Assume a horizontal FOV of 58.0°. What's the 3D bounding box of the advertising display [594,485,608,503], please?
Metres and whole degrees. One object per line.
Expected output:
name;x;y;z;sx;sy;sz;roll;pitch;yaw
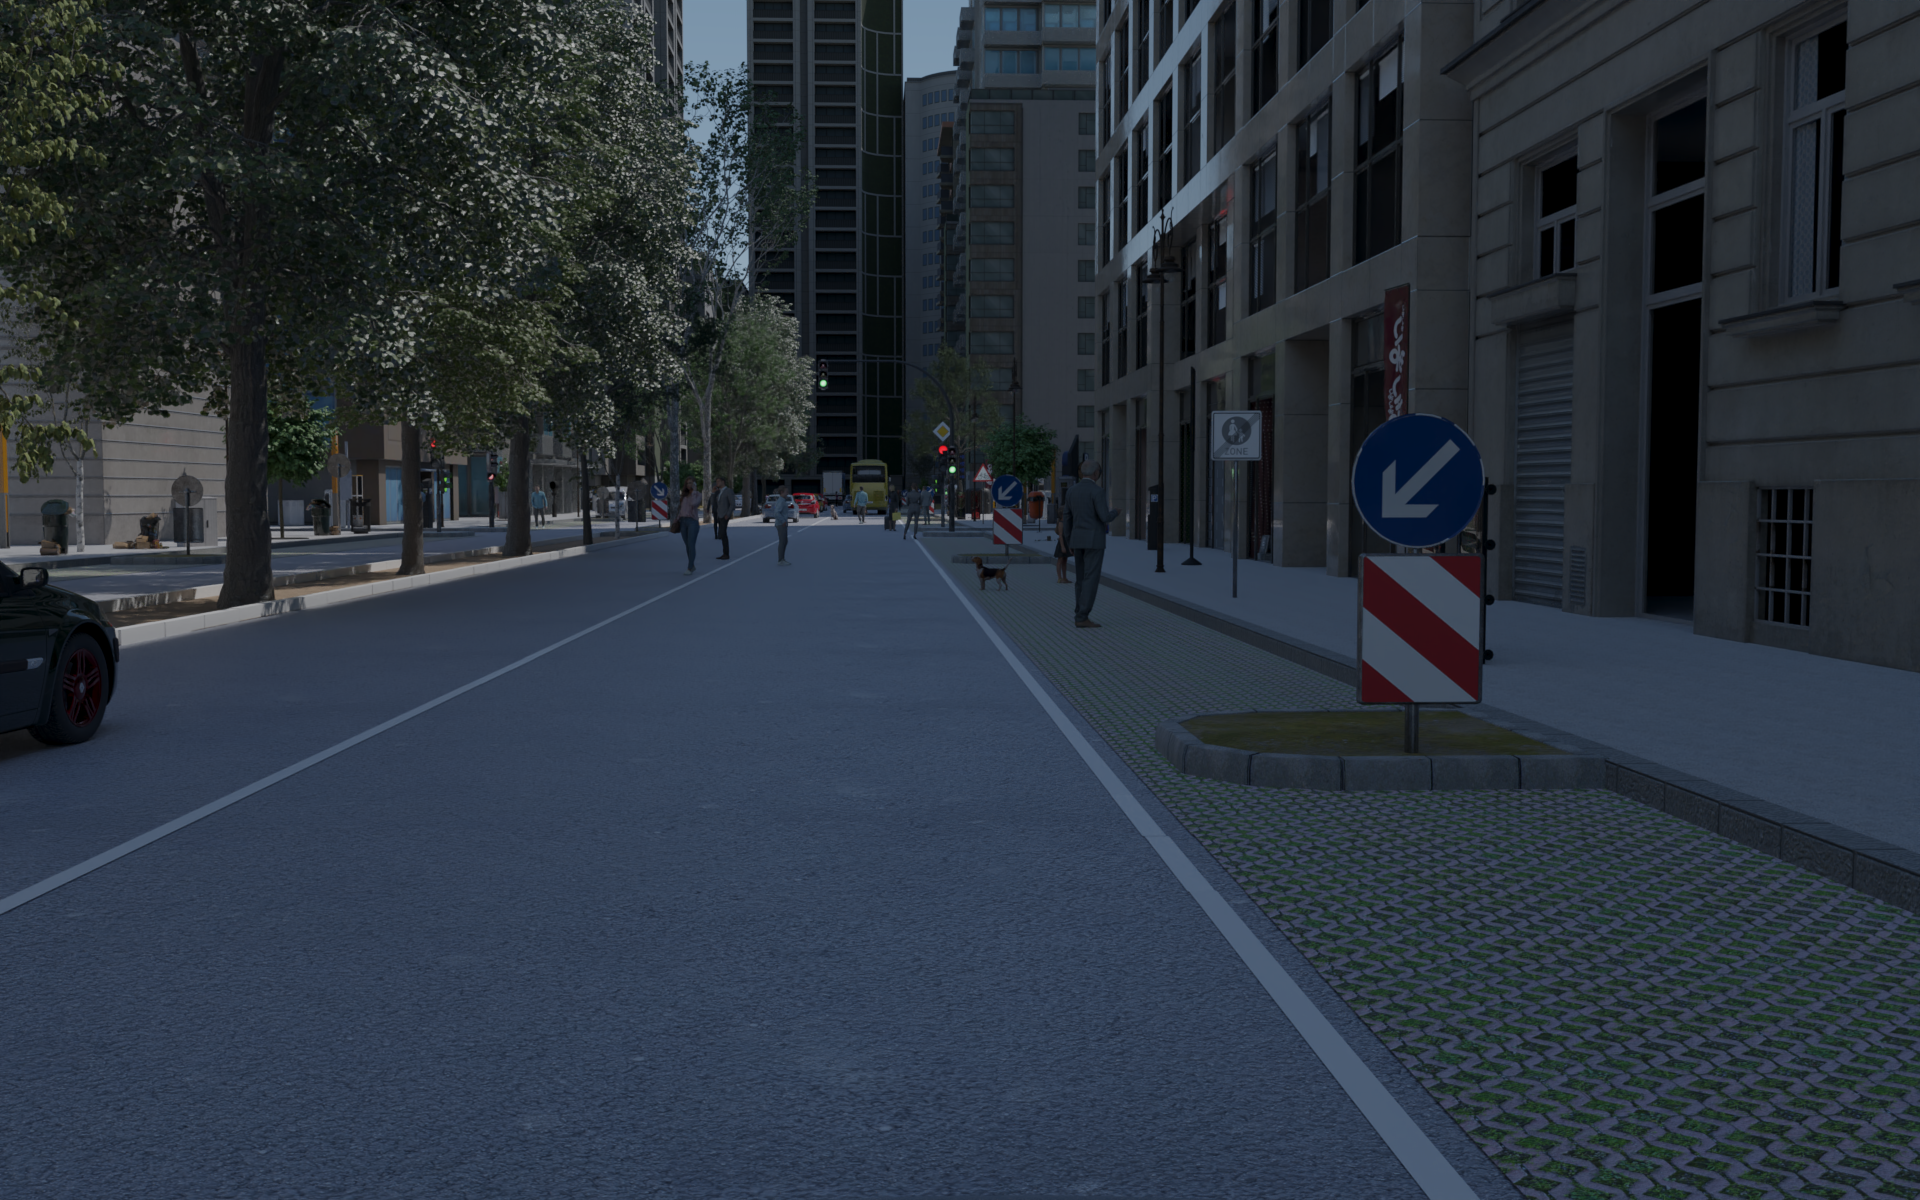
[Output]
advertising display;-26.552;-7.543;128.544;0.974;1.923;0.123;2;4;24

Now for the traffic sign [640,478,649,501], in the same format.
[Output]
traffic sign;-22.333;-7.398;122.149;0.795;2.450;0.064;0;4;-1

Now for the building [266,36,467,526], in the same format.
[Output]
building;-30.561;-26.033;75.745;14.600;45.320;14.200;0;4;-3

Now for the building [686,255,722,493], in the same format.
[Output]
building;-36.743;-26.663;207.644;14.107;30.474;14.160;0;4;-3

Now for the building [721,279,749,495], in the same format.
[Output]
building;-35.537;-28.208;232.899;14.107;30.474;14.160;0;4;-3

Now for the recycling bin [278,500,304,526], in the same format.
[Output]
recycling bin;-26.810;-3.478;69.412;0.722;1.027;0.722;2;4;25

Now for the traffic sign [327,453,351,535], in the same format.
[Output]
traffic sign;-19.434;-3.307;54.183;0.768;2.556;0.104;0;4;4

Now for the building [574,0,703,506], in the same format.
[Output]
building;-38.003;-45.681;185.144;20.563;71.187;20.611;0;4;-3

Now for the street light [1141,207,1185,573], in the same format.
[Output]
street light;3.283;-3.390;28.220;0.468;5.910;1.993;0;4;-3

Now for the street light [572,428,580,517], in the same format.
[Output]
street light;-21.295;-7.565;96.481;0.468;5.910;1.993;0;4;-3

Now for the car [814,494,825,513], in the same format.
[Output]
car;-11.560;-7.606;134.585;2.015;1.641;3.980;0;4;-1

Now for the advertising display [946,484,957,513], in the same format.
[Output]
advertising display;-0.546;-6.718;115.060;0.974;1.923;0.123;-3;5;-39

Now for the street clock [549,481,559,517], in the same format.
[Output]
street clock;-22.368;-5.559;95.464;0.471;2.002;0.358;2;4;28

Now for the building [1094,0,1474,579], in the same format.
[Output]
building;14.785;-14.377;39.582;19.350;26.468;34.151;0;4;-3

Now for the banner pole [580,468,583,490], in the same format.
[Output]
banner pole;-28.315;-8.479;128.650;0.401;3.779;0.863;2;4;34

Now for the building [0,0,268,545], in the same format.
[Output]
building;-33.317;-12.625;48.212;24.055;21.916;13.314;0;4;-3

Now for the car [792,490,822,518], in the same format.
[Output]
car;-9.417;-5.824;104.259;2.155;1.783;4.494;0;4;-3

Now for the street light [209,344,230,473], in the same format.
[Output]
street light;-18.999;-4.410;44.894;0.468;5.910;1.993;0;4;-3

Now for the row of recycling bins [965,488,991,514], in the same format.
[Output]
row of recycling bins;1.113;-6.442;112.438;1.069;1.692;3.534;-1;4;-16

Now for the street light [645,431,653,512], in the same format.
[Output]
street light;-22.783;-9.442;127.165;0.468;5.910;1.993;0;4;-3

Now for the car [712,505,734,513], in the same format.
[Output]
car;-17.762;-7.116;128.353;2.014;1.417;4.499;0;4;-2

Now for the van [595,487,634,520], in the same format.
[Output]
van;-19.236;-5.477;96.565;2.013;2.044;4.112;0;4;-2

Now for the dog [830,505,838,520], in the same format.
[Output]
dog;-6.817;-4.807;95.434;0.800;0.831;0.513;-1;4;-21

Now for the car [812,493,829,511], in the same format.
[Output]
car;-12.337;-8.526;148.441;2.155;1.783;4.494;0;4;-1

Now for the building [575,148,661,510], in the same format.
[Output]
building;-33.462;-22.988;147.550;14.160;30.474;14.107;0;4;-3

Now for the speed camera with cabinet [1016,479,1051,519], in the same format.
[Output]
speed camera with cabinet;3.973;-5.854;90.055;0.660;3.252;2.038;-3;4;-39

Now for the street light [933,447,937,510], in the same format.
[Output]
street light;-2.085;-10.304;141.257;0.468;5.910;1.993;0;4;-3

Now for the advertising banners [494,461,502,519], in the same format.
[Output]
advertising banners;-24.244;-5.795;90.932;0.090;3.025;2.074;0;4;-1

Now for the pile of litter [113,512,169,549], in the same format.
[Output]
pile of litter;-19.242;-1.632;40.645;1.176;0.858;1.719;-2;4;-34

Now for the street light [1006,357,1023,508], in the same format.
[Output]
street light;1.837;-5.252;58.659;0.468;5.910;1.993;0;4;-3

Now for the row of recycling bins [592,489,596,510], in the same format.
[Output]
row of recycling bins;-26.574;-7.645;132.115;3.534;1.692;1.069;2;4;28

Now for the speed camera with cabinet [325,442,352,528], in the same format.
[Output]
speed camera with cabinet;-23.605;-4.365;65.707;0.660;3.252;2.038;-2;4;-32

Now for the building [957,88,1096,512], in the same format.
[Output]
building;7.348;-21.750;127.314;14.160;30.474;14.107;0;4;-3

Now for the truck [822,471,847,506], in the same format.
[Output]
truck;-15.431;-13.718;213.202;2.839;4.237;11.283;0;4;-2

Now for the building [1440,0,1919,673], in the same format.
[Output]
building;14.337;-10.661;7.587;16.112;22.955;30.059;0;4;-3

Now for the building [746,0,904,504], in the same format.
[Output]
building;-17.962;-48.816;236.385;20.611;71.187;20.563;0;4;-3

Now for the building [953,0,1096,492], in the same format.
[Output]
building;10.795;-32.934;158.084;23.786;49.044;30.456;0;4;-3

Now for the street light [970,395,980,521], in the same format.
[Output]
street light;0.688;-6.623;81.074;0.468;5.910;1.993;0;4;-3

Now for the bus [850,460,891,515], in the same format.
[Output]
bus;-6.385;-8.045;123.074;2.896;3.916;12.252;0;4;-2

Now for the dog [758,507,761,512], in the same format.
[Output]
dog;-14.758;-6.667;128.296;0.406;0.507;0.540;1;4;10

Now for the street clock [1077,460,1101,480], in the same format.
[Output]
street clock;2.744;-1.973;36.821;0.471;2.002;0.358;2;4;33

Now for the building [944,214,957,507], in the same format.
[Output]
building;5.283;-25.013;180.656;14.160;30.474;14.107;0;4;-3

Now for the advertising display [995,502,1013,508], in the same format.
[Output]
advertising display;2.237;-5.043;87.674;0.974;1.923;0.123;0;4;3

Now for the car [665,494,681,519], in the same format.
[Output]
car;-15.688;-5.311;96.625;2.009;1.686;4.222;0;4;-5

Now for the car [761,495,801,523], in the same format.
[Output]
car;-9.033;-4.610;87.368;2.014;1.417;4.499;0;4;-4

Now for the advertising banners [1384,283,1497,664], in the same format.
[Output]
advertising banners;3.796;-1.083;13.893;0.090;3.025;2.074;-1;4;-9

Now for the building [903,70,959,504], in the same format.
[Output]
building;6.494;-42.531;237.382;28.212;58.520;21.231;0;4;-3

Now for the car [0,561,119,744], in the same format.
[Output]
car;-5.867;0.066;8.709;2.009;1.686;4.222;0;4;-1

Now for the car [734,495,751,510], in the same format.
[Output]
car;-19.348;-8.610;153.140;2.083;1.381;4.827;0;4;-2

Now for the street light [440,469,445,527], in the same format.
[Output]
street light;-19.955;-5.738;66.600;0.468;5.910;1.993;0;4;-3

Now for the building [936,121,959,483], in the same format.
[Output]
building;8.465;-33.469;201.841;22.147;44.769;28.867;0;4;-3

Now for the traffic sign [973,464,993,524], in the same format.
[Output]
traffic sign;0.983;-4.497;73.527;0.884;2.594;0.081;0;3;0

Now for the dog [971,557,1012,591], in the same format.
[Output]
dog;0.465;-0.387;25.621;0.540;0.507;0.406;-1;4;-13

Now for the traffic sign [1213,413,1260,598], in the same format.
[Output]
traffic sign;3.402;-1.177;21.379;0.606;2.300;0.079;0;4;6

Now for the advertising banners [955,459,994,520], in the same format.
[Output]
advertising banners;0.765;-5.538;86.740;2.074;3.025;0.090;1;4;16

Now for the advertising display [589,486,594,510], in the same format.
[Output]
advertising display;-28.971;-8.017;136.283;0.123;1.923;0.974;3;5;43

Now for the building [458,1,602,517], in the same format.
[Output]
building;-35.472;-29.733;105.739;23.786;49.044;30.456;0;4;-3

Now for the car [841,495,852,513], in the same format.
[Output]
car;-8.042;-7.336;131.953;2.014;1.417;4.499;0;4;-4

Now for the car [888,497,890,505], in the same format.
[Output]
car;-7.947;-12.584;215.334;1.945;1.707;3.694;0;4;-3

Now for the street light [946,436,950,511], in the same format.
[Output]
street light;-0.716;-8.468;111.239;0.468;5.910;1.993;0;4;-3
